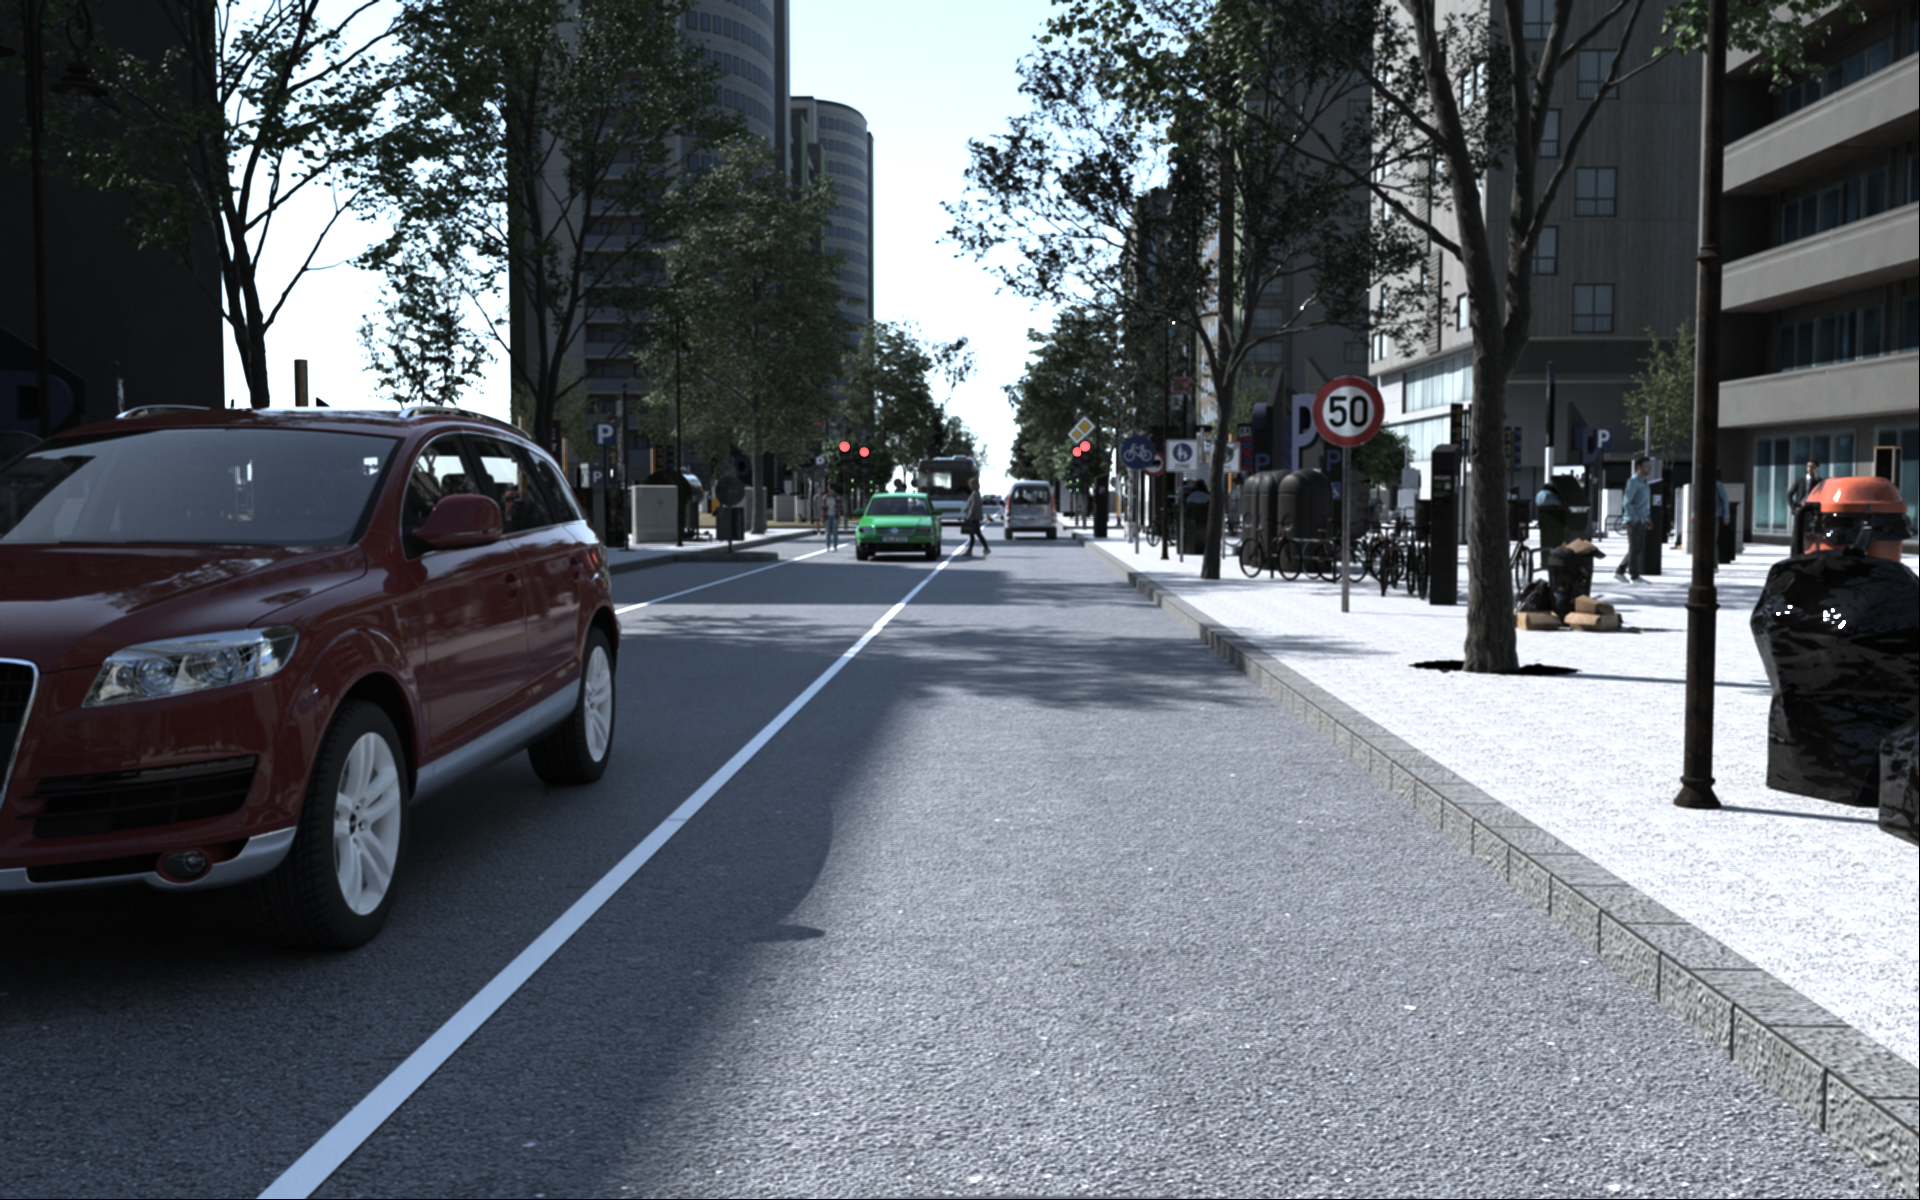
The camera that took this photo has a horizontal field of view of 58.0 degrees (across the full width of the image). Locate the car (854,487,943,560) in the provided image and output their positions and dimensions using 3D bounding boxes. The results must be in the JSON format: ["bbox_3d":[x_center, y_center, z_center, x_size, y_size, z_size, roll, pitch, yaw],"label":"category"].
[{"bbox_3d":[-1.346,-1.838,38.843,1.959,1.807,4.718,0,4,1],"label":"car"}]

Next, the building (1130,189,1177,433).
[{"bbox_3d":[32.161,-36.867,252.885,14.600,45.320,14.200,0,4,2],"label":"building"}]

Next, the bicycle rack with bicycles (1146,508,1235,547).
[{"bbox_3d":[5.792,-1.793,42.694,2.925,0.926,2.852,-2,4,-32],"label":"bicycle rack with bicycles"}]

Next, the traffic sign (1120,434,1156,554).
[{"bbox_3d":[3.797,-2.260,37.064,0.768,2.556,0.104,0,4,4],"label":"traffic sign"}]

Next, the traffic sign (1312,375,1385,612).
[{"bbox_3d":[4.182,-1.139,18.723,0.768,2.556,0.104,1,4,9],"label":"traffic sign"}]

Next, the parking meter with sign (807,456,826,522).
[{"bbox_3d":[-6.753,-5.164,80.700,0.543,3.016,1.738,-1,4,-21],"label":"parking meter with sign"}]

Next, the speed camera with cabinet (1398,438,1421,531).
[{"bbox_3d":[15.754,-4.057,60.668,0.660,3.252,2.038,1,4,20],"label":"speed camera with cabinet"}]

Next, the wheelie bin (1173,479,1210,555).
[{"bbox_3d":[4.954,-1.764,36.758,0.693,1.594,0.980,-3,4,-37],"label":"wheelie bin"}]

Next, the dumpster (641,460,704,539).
[{"bbox_3d":[-8.266,-2.890,49.743,1.502,2.255,1.985,0,4,2],"label":"dumpster"}]

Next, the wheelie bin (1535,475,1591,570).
[{"bbox_3d":[10.084,-1.294,29.067,0.980,1.594,0.693,-3,4,-36],"label":"wheelie bin"}]

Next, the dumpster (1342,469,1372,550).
[{"bbox_3d":[8.767,-2.096,40.025,1.264,1.857,1.865,0,4,2],"label":"dumpster"}]

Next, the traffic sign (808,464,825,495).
[{"bbox_3d":[-6.101,-4.496,73.609,0.768,2.556,0.104,0,4,8],"label":"traffic sign"}]

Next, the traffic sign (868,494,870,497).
[{"bbox_3d":[-6.597,-7.674,125.569,0.768,2.556,0.104,0,4,3],"label":"traffic sign"}]

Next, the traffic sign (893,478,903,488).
[{"bbox_3d":[-4.968,-8.455,138.349,0.768,2.556,0.104,1,4,12],"label":"traffic sign"}]

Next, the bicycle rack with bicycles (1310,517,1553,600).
[{"bbox_3d":[6.290,-0.525,21.962,2.852,0.926,2.925,2,4,28],"label":"bicycle rack with bicycles"}]

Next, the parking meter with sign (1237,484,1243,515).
[{"bbox_3d":[16.937,-6.718,106.105,0.543,3.016,1.738,-1,4,-15],"label":"parking meter with sign"}]

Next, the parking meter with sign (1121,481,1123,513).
[{"bbox_3d":[10.790,-7.380,116.920,0.543,3.016,1.738,0,4,0],"label":"parking meter with sign"}]

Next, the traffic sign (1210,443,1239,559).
[{"bbox_3d":[5.198,-1.955,34.098,0.606,2.300,0.079,1,4,9],"label":"traffic sign"}]

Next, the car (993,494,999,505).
[{"bbox_3d":[3.939,-12.901,221.154,2.015,1.641,3.980,0,4,0],"label":"car"}]

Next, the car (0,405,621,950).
[{"bbox_3d":[-2.832,0.093,7.150,2.281,1.827,5.304,0,4,1],"label":"car"}]

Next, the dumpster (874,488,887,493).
[{"bbox_3d":[-6.615,-8.305,141.538,1.264,1.857,1.865,0,4,2],"label":"dumpster"}]

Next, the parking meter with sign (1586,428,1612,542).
[{"bbox_3d":[16.737,-3.091,46.798,0.543,3.016,1.738,-1,4,-22],"label":"parking meter with sign"}]

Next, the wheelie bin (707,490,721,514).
[{"bbox_3d":[-16.314,-6.493,114.075,0.693,1.594,0.980,0,4,-3],"label":"wheelie bin"}]

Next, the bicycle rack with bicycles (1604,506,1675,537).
[{"bbox_3d":[21.273,-2.423,53.005,2.925,0.926,2.852,-1,4,-13],"label":"bicycle rack with bicycles"}]

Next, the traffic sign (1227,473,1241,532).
[{"bbox_3d":[9.570,-3.624,59.250,0.884,2.594,0.081,0,4,8],"label":"traffic sign"}]

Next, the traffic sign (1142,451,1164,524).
[{"bbox_3d":[5.656,-3.092,50.657,0.768,2.556,0.104,1,4,11],"label":"traffic sign"}]

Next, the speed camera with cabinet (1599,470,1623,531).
[{"bbox_3d":[22.661,-4.083,61.087,0.660,3.252,2.038,0,4,-4],"label":"speed camera with cabinet"}]

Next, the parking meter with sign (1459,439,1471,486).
[{"bbox_3d":[16.034,-3.519,53.797,0.543,3.016,1.738,-1,4,-21],"label":"parking meter with sign"}]

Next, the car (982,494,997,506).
[{"bbox_3d":[3.387,-12.129,208.088,2.009,1.686,4.222,0,4,1],"label":"car"}]

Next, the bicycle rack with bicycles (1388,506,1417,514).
[{"bbox_3d":[12.175,-2.209,49.503,2.852,0.926,2.925,2,4,25],"label":"bicycle rack with bicycles"}]

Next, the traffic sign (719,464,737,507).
[{"bbox_3d":[-9.845,-4.483,73.403,0.768,2.556,0.104,0,4,3],"label":"traffic sign"}]

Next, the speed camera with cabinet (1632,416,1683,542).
[{"bbox_3d":[18.078,-3.023,43.755,2.038,3.252,0.660,1,4,16],"label":"speed camera with cabinet"}]

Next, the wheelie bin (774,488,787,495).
[{"bbox_3d":[-14.497,-7.991,138.561,0.980,1.594,0.693,1,4,17],"label":"wheelie bin"}]

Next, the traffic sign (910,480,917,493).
[{"bbox_3d":[-3.590,-8.482,138.788,0.768,2.556,0.104,0,4,3],"label":"traffic sign"}]

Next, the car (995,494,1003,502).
[{"bbox_3d":[5.651,-15.664,265.700,1.945,1.707,3.694,0,4,3],"label":"car"}]

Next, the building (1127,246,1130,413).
[{"bbox_3d":[32.759,-35.699,267.271,14.154,41.232,14.086,0,4,2],"label":"building"}]

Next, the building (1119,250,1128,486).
[{"bbox_3d":[37.989,-38.800,289.001,22.147,44.769,28.867,0,4,2],"label":"building"}]

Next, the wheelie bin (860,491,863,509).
[{"bbox_3d":[-6.563,-6.281,110.604,0.693,1.594,0.980,1,4,16],"label":"wheelie bin"}]

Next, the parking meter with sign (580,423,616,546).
[{"bbox_3d":[-9.148,-2.876,43.282,0.543,3.016,1.738,-2,4,-31],"label":"parking meter with sign"}]

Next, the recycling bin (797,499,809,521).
[{"bbox_3d":[-7.414,-4.309,83.000,0.722,1.027,0.722,0,4,0],"label":"recycling bin"}]

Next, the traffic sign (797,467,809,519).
[{"bbox_3d":[-7.325,-5.006,81.948,0.768,2.556,0.104,0,4,7],"label":"traffic sign"}]

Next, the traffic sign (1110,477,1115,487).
[{"bbox_3d":[11.479,-7.834,128.187,0.768,2.556,0.104,1,4,8],"label":"traffic sign"}]

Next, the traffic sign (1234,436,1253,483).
[{"bbox_3d":[6.287,-2.320,38.041,0.768,2.556,0.104,0,4,3],"label":"traffic sign"}]

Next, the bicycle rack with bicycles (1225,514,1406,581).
[{"bbox_3d":[5.825,-0.754,25.715,2.852,0.926,2.925,-1,4,-19],"label":"bicycle rack with bicycles"}]

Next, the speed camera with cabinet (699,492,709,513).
[{"bbox_3d":[-18.074,-7.634,119.147,0.660,3.252,2.038,-3,5,-44],"label":"speed camera with cabinet"}]

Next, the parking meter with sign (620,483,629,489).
[{"bbox_3d":[-23.680,-7.698,122.123,1.738,3.016,0.543,-2,4,-26],"label":"parking meter with sign"}]

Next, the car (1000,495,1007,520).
[{"bbox_3d":[3.144,-5.156,96.299,2.014,1.417,4.499,0,4,2],"label":"car"}]

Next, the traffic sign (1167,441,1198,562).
[{"bbox_3d":[4.159,-1.855,32.462,0.606,2.300,0.079,0,4,3],"label":"traffic sign"}]

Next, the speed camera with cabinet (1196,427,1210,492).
[{"bbox_3d":[7.181,-3.454,50.817,0.660,3.252,2.038,1,4,16],"label":"speed camera with cabinet"}]
